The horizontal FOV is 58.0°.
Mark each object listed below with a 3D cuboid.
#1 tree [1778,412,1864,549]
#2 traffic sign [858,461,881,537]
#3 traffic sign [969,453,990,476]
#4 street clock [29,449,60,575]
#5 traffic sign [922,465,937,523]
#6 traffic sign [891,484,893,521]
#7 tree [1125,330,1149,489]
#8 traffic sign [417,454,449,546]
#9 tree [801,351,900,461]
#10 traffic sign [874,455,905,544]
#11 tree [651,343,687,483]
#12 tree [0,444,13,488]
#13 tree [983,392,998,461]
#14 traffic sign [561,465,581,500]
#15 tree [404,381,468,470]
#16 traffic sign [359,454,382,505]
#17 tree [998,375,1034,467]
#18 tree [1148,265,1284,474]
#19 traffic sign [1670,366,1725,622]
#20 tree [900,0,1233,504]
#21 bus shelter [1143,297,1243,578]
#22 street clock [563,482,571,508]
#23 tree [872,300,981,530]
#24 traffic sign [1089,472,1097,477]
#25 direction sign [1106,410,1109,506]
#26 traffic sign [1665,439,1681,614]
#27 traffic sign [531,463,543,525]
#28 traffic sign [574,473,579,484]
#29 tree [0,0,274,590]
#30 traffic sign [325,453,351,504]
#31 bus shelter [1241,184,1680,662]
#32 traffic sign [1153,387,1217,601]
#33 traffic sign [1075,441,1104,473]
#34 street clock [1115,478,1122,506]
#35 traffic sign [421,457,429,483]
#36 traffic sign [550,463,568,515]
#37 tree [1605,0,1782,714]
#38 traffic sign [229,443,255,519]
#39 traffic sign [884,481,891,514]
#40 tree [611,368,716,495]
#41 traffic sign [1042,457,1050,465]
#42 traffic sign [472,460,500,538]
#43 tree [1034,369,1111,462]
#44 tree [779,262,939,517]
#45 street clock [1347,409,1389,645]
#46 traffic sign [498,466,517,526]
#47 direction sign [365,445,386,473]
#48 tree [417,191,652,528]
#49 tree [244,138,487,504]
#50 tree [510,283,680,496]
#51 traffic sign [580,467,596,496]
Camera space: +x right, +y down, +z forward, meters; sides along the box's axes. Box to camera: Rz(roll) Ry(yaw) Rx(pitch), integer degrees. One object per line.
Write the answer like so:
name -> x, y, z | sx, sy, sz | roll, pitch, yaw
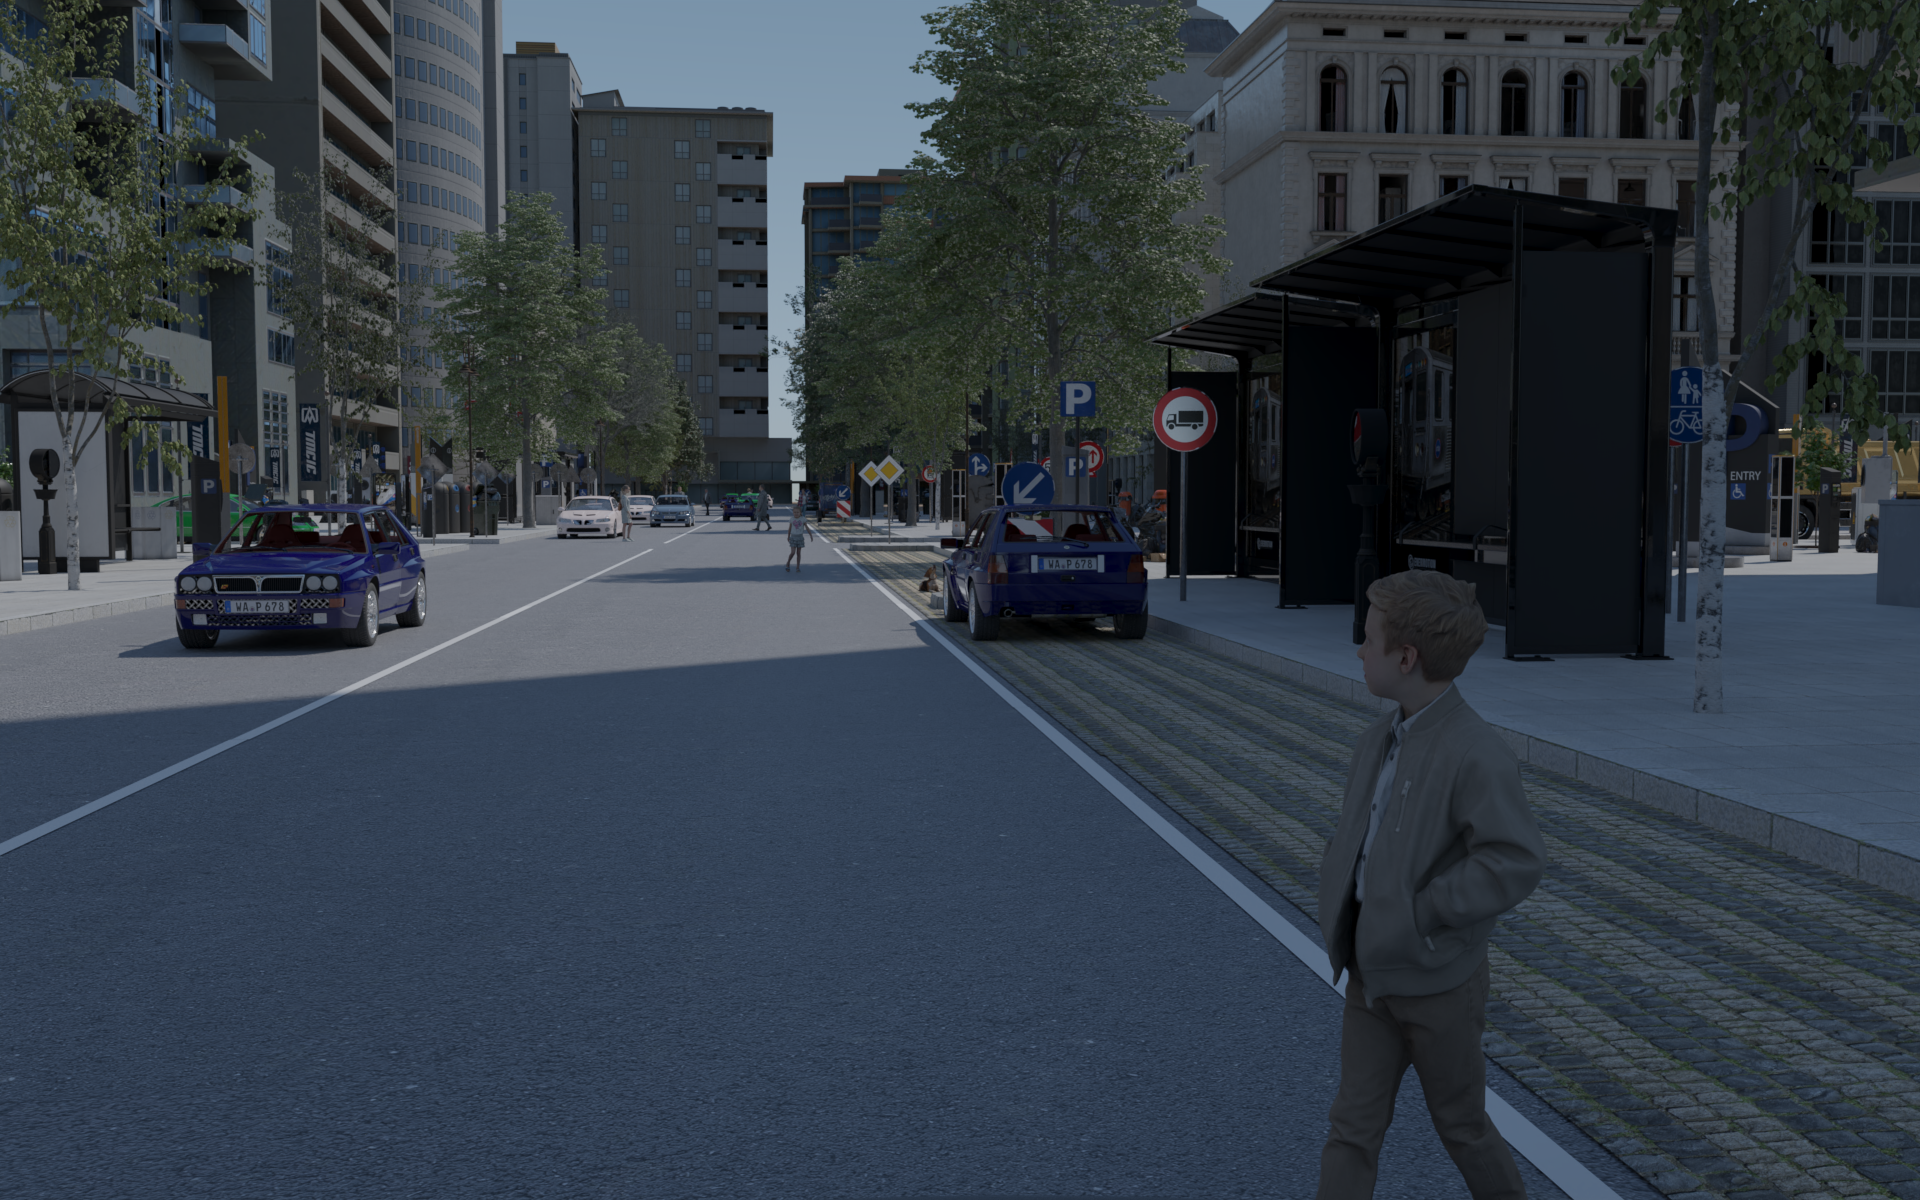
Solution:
tree -> 20.282, -2.852, 41.230 | 1.663, 3.219, 1.824 | 0, 3, 0
traffic sign -> -2.672, -2.969, 52.185 | 0.795, 2.450, 0.064 | 0, 4, -6
traffic sign -> 0.564, -3.315, 54.309 | 0.768, 2.556, 0.104 | 0, 4, 3
street clock -> -14.591, -1.412, 27.652 | 0.358, 2.002, 0.471 | 0, 4, 5
traffic sign -> -1.306, -4.668, 76.425 | 0.768, 2.556, 0.104 | 0, 4, -1
traffic sign -> -3.198, -4.996, 81.783 | 0.768, 2.556, 0.104 | 0, 4, 1
tree -> 8.633, -7.536, 73.568 | 4.360, 8.622, 3.978 | 0, 3, 0
traffic sign -> -13.088, -2.410, 43.043 | 0.795, 2.450, 0.064 | 0, 4, -6
tree -> -6.572, -11.594, 115.311 | 9.928, 11.665, 9.643 | 0, 3, 0
traffic sign -> -1.808, -2.483, 44.246 | 0.795, 2.450, 0.064 | 0, 4, -6
tree -> -22.424, -12.053, 115.198 | 7.486, 12.596, 7.792 | 0, 3, 0
tree -> -31.683, -3.808, 56.856 | 1.663, 3.219, 1.824 | 0, 3, 0
tree -> 3.366, -10.306, 118.862 | 4.360, 8.622, 3.978 | 0, 3, 0
traffic sign -> -17.258, -4.704, 76.908 | 0.884, 2.594, 0.081 | 0, 4, 0
tree -> -34.365, -10.016, 114.120 | 4.737, 8.622, 4.395 | 0, 3, 0
traffic sign -> -18.949, -3.408, 55.722 | 0.884, 2.594, 0.081 | 0, 3, 0
tree -> 4.693, -9.350, 103.233 | 4.360, 8.622, 3.978 | 0, 3, 0
tree -> 8.927, -6.473, 56.204 | 4.360, 8.622, 3.978 | 0, 3, 0
traffic sign -> 7.252, -1.054, 17.334 | 0.768, 2.556, 0.104 | 0, 4, -1
tree -> 1.731, -7.168, 35.329 | 7.486, 12.596, 7.792 | 0, 3, 0
bus shelter -> 3.960, -1.962, 23.359 | 1.731, 3.624, 6.357 | 0, 4, -6
street clock -> -17.743, -4.509, 78.298 | 0.358, 2.002, 0.471 | -2, 4, -33
tree -> -0.901, -6.842, 62.221 | 4.737, 8.622, 4.395 | 0, 3, 0
traffic sign -> 3.847, -3.325, 54.373 | 0.884, 2.594, 0.081 | 0, 4, -5
direction sign -> 3.786, -3.206, 44.423 | 0.379, 3.537, 0.876 | 0, 4, 8
traffic sign -> 7.605, -1.128, 18.548 | 0.768, 2.556, 0.104 | 0, 4, -5
traffic sign -> -17.734, -4.401, 72.063 | 0.768, 2.556, 0.104 | 0, 4, -6
traffic sign -> -19.894, -5.550, 90.749 | 0.884, 2.594, 0.081 | 0, 4, 3
tree -> -11.628, -4.431, 22.816 | 4.737, 8.622, 4.395 | 0, 3, 0
traffic sign -> -18.660, -3.173, 51.988 | 0.768, 2.556, 0.104 | 0, 4, 0
bus shelter -> 4.399, -1.533, 16.340 | 1.731, 3.624, 6.357 | 0, 4, -6
traffic sign -> 2.678, -1.260, 20.699 | 0.768, 2.556, 0.104 | 0, 4, 2
traffic sign -> 3.063, -2.534, 41.538 | 0.768, 2.556, 0.104 | 0, 4, -3
street clock -> 7.178, -4.515, 78.389 | 0.358, 2.002, 0.471 | -1, 4, -8
traffic sign -> -18.091, -3.595, 58.892 | 0.768, 2.556, 0.104 | 0, 4, -1
traffic sign -> -16.414, -4.332, 70.935 | 0.768, 2.556, 0.104 | 0, 4, 3
tree -> 4.581, -3.634, 9.773 | 4.737, 8.622, 4.395 | 0, 3, 0
traffic sign -> -18.052, -2.650, 43.436 | 0.768, 2.556, 0.104 | 0, 4, -1
traffic sign -> -4.342, -6.576, 107.628 | 0.768, 2.556, 0.104 | 0, 4, 3
tree -> -26.715, -14.612, 155.921 | 9.611, 12.733, 9.660 | 0, 3, 0
traffic sign -> 3.092, -3.604, 59.029 | 0.768, 2.556, 0.104 | 0, 4, 3
traffic sign -> -13.952, -2.895, 50.982 | 0.795, 2.450, 0.064 | 0, 4, -6
tree -> 6.600, -8.875, 95.461 | 4.360, 8.622, 3.978 | 0, 3, 0
tree -> -5.143, -11.547, 95.445 | 9.857, 13.997, 8.962 | 0, 3, 0
street clock -> 3.474, -0.624, 14.765 | 0.358, 2.002, 0.471 | 0, 4, 2
traffic sign -> -18.354, -4.223, 70.235 | 0.795, 2.450, 0.064 | 0, 4, -5
direction sign -> -26.870, -5.364, 79.704 | 0.876, 3.537, 0.379 | -1, 4, -20
tree -> -16.246, -8.972, 64.821 | 7.486, 12.596, 7.792 | 0, 3, 0
tree -> -13.032, -5.302, 37.057 | 4.360, 8.622, 3.978 | 0, 3, 0
tree -> -21.094, -11.696, 101.598 | 12.009, 13.543, 11.850 | 0, 3, 0
traffic sign -> -17.739, -5.050, 82.673 | 0.768, 2.556, 0.104 | 0, 4, -4
